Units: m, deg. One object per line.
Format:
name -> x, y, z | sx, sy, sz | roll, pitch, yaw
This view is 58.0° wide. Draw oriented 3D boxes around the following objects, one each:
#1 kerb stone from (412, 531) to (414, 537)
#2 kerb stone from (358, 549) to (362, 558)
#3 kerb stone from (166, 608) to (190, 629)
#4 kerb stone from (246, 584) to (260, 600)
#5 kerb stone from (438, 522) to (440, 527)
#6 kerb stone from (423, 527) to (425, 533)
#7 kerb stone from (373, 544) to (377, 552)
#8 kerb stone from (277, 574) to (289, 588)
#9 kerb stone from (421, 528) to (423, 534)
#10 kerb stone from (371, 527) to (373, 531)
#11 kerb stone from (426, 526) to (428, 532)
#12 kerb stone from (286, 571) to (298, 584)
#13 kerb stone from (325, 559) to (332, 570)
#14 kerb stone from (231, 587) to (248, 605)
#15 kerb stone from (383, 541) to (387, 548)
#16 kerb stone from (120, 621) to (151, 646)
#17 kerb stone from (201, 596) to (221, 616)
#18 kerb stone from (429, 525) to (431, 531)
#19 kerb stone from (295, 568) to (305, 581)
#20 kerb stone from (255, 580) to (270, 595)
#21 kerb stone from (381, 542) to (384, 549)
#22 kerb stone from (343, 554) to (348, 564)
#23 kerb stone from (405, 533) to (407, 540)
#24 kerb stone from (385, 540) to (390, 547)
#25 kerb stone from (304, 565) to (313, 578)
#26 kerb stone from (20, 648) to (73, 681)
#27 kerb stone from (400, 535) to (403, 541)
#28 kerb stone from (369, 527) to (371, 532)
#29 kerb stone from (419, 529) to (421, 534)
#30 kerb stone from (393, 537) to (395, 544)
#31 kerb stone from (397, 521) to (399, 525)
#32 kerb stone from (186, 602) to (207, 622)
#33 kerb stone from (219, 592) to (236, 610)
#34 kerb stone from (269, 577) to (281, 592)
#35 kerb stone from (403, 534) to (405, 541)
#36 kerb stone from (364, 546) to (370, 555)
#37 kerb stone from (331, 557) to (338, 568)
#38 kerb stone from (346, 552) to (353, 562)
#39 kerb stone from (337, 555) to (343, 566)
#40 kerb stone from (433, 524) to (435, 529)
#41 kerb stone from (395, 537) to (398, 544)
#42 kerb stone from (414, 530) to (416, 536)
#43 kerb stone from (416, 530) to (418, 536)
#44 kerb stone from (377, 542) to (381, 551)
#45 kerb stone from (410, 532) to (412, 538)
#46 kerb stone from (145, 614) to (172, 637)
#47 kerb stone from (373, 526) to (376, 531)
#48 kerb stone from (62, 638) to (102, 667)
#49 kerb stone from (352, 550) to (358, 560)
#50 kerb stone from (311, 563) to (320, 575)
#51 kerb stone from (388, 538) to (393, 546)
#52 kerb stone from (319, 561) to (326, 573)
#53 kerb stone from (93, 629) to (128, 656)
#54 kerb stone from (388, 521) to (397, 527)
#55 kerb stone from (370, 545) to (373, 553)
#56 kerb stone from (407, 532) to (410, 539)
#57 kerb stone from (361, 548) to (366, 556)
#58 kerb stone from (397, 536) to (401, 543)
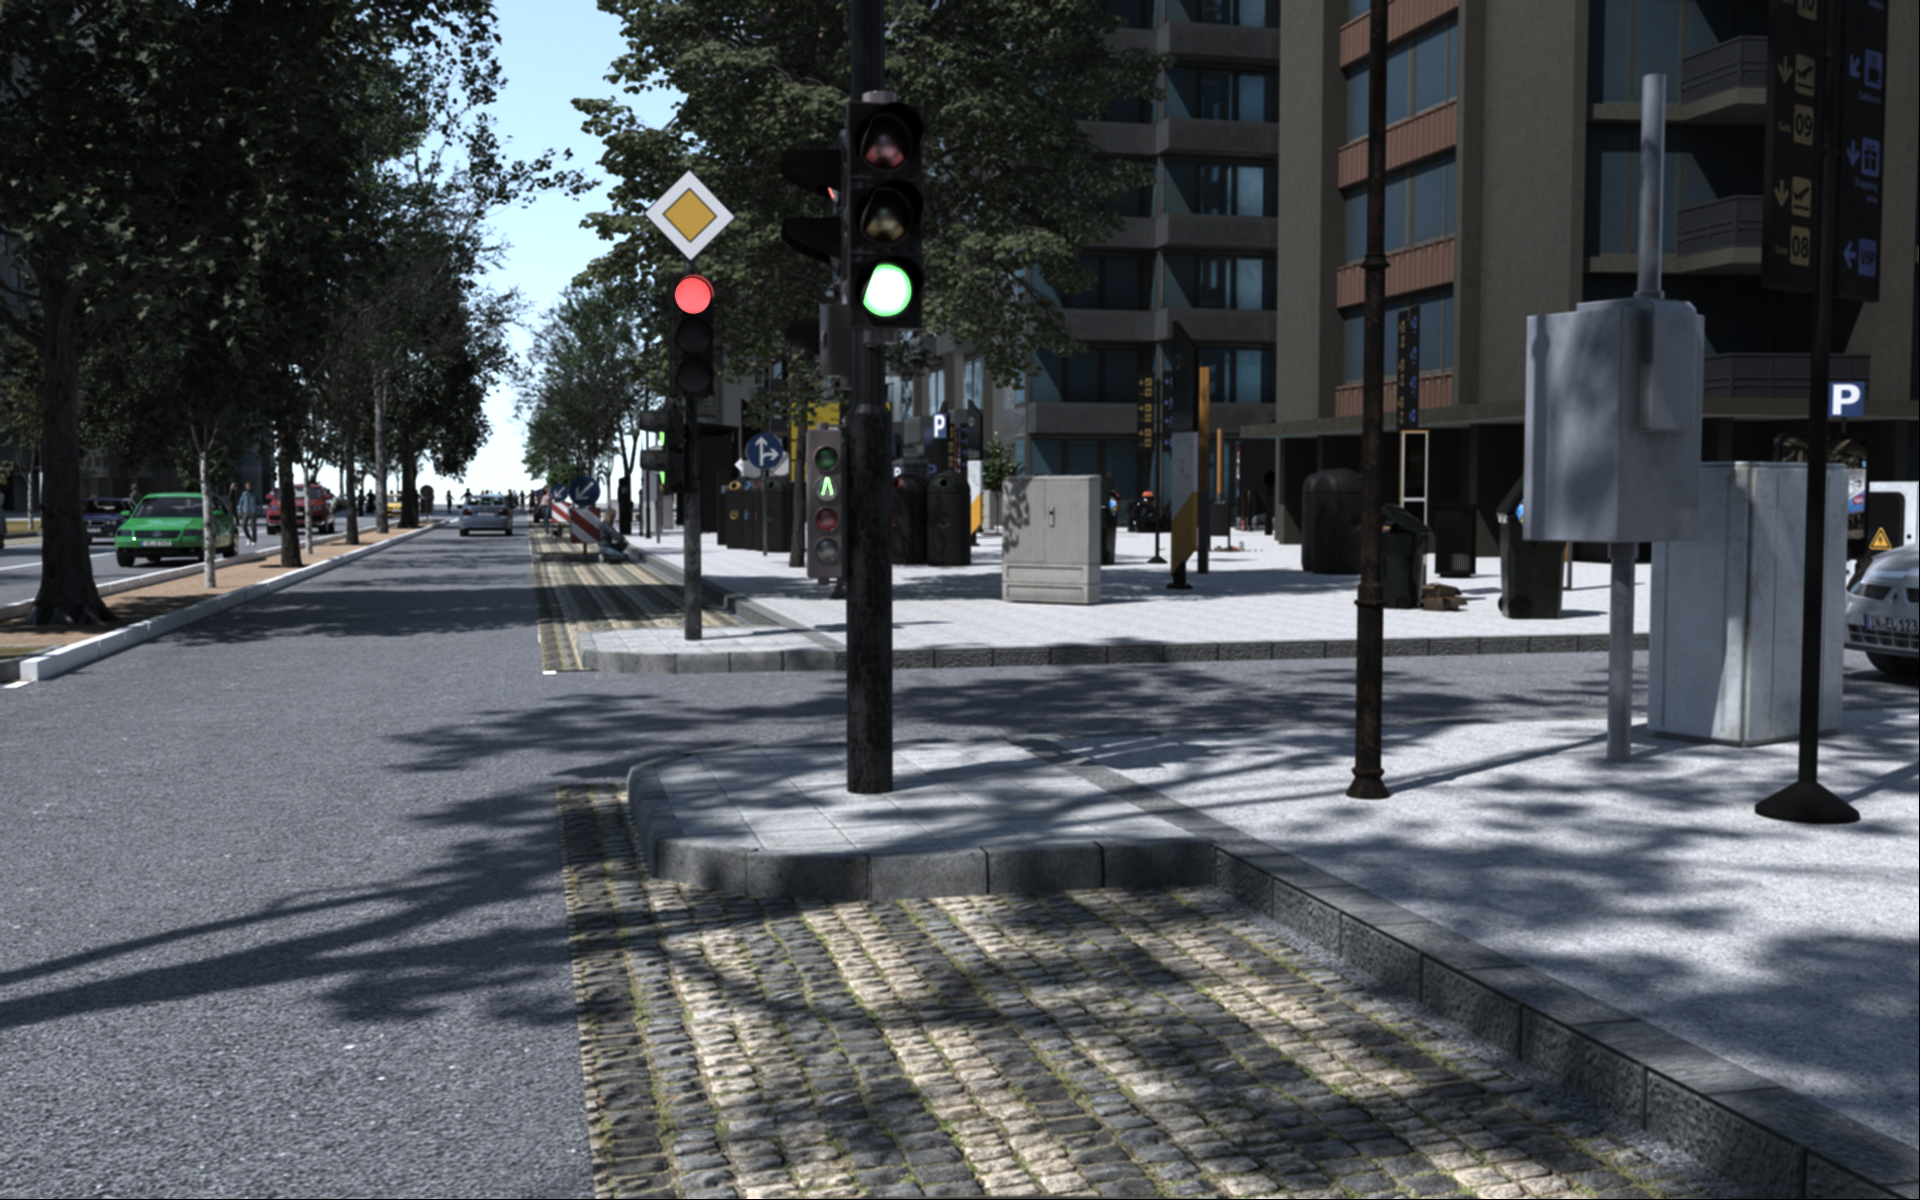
kerb stone -> -17.985, -2.094, 56.451 | 0.120, 0.150, 1.000 | -1, 4, -14
kerb stone -> -13.496, -0.999, 38.576 | 0.120, 0.150, 1.000 | -1, 4, -14
kerb stone -> -8.495, 0.217, 18.688 | 0.120, 0.150, 1.000 | -1, 4, -14
kerb stone -> -9.733, -0.089, 23.653 | 0.120, 0.150, 1.000 | -1, 4, -14
kerb stone -> -22.239, -3.130, 73.377 | 0.120, 0.150, 1.000 | -1, 4, -14
kerb stone -> -19.483, -2.461, 62.439 | 0.120, 0.150, 1.000 | -1, 4, -14
kerb stone -> -14.492, -1.246, 42.561 | 0.120, 0.150, 1.000 | -1, 4, -14
kerb stone -> -10.490, -0.270, 26.650 | 0.120, 0.150, 1.000 | -1, 4, -14
kerb stone -> -19.237, -2.400, 61.442 | 0.120, 0.150, 1.000 | -1, 4, -14
kerb stone -> -22.528, -2.674, 65.921 | 0.120, 0.150, 1.000 | -1, 4, -14
kerb stone -> -19.989, -2.580, 64.423 | 0.120, 0.150, 1.000 | -1, 4, -14
kerb stone -> -10.742, -0.333, 27.645 | 0.120, 0.150, 1.000 | -1, 4, -14
kerb stone -> -11.985, -0.637, 32.610 | 0.120, 0.150, 1.000 | -1, 4, -14
kerb stone -> -9.495, -0.028, 22.659 | 0.120, 0.150, 1.000 | -1, 4, -14
kerb stone -> -15.242, -1.419, 45.534 | 0.120, 0.150, 1.000 | -1, 4, -14
kerb stone -> -8.000, 0.336, 16.702 | 0.120, 0.150, 1.000 | -1, 4, -14
kerb stone -> -8.999, 0.093, 20.676 | 0.120, 0.150, 1.000 | -1, 4, -14
kerb stone -> -20.486, -2.705, 66.421 | 0.120, 0.150, 1.000 | -1, 4, -14
kerb stone -> -10.994, -0.394, 28.637 | 0.120, 0.150, 1.000 | -1, 4, -14
kerb stone -> -9.995, -0.151, 24.657 | 0.120, 0.150, 1.000 | -1, 4, -14
kerb stone -> -14.984, -1.362, 44.545 | 0.120, 0.150, 1.000 | -1, 4, -14
kerb stone -> -12.743, -0.819, 35.589 | 0.120, 0.150, 1.000 | -1, 4, -14
kerb stone -> -17.240, -1.911, 53.474 | 0.120, 0.150, 1.000 | -1, 4, -14
kerb stone -> -15.495, -1.482, 46.524 | 0.120, 0.150, 1.000 | -1, 4, -14
kerb stone -> -11.239, -0.451, 29.629 | 0.120, 0.150, 1.000 | -1, 4, -14
kerb stone -> -7.242, 0.518, 13.727 | 0.120, 0.150, 1.000 | -1, 4, -14
kerb stone -> -16.736, -1.792, 51.488 | 0.120, 0.150, 1.000 | -1, 4, -14
kerb stone -> -22.281, -2.614, 64.929 | 0.120, 0.150, 1.000 | -1, 4, -14
kerb stone -> -18.982, -2.338, 60.429 | 0.120, 0.150, 1.000 | -1, 4, -14
kerb stone -> -15.992, -1.610, 48.512 | 0.120, 0.150, 1.000 | -1, 4, -14
kerb stone -> -25.777, -3.465, 78.855 | 0.120, 0.150, 1.000 | -1, 4, -14
kerb stone -> -8.738, 0.163, 19.681 | 0.120, 0.150, 1.000 | -1, 4, -14
kerb stone -> -9.242, 0.032, 21.669 | 0.120, 0.150, 1.000 | -1, 4, -14
kerb stone -> -10.233, -0.210, 25.651 | 0.120, 0.150, 1.000 | -1, 4, -14
kerb stone -> -16.986, -1.852, 52.479 | 0.120, 0.150, 1.000 | -1, 4, -14
kerb stone -> -13.994, -1.121, 40.564 | 0.120, 0.150, 1.000 | -1, 4, -14
kerb stone -> -12.236, -0.698, 33.604 | 0.120, 0.150, 1.000 | -1, 4, -14
kerb stone -> -12.986, -0.880, 36.585 | 0.120, 0.150, 1.000 | -1, 4, -14
kerb stone -> -12.487, -0.758, 34.595 | 0.120, 0.150, 1.000 | -1, 4, -14
kerb stone -> -21.235, -2.887, 69.398 | 0.120, 0.150, 1.000 | -1, 4, -14
kerb stone -> -16.235, -1.670, 49.505 | 0.120, 0.150, 1.000 | -1, 4, -14
kerb stone -> -18.233, -2.156, 57.443 | 0.120, 0.150, 1.000 | -1, 4, -14
kerb stone -> -18.484, -2.216, 58.444 | 0.120, 0.150, 1.000 | -1, 4, -14
kerb stone -> -14.739, -1.306, 43.553 | 0.120, 0.150, 1.000 | -1, 4, -14
kerb stone -> -17.730, -2.034, 55.458 | 0.120, 0.150, 1.000 | -1, 4, -14
kerb stone -> -8.242, 0.276, 17.697 | 0.120, 0.150, 1.000 | -1, 4, -14
kerb stone -> -22.780, -2.732, 66.916 | 0.120, 0.150, 1.000 | -1, 4, -14
kerb stone -> -7.501, 0.458, 14.715 | 0.120, 0.150, 1.000 | -1, 4, -14
kerb stone -> -13.238, -0.940, 37.576 | 0.120, 0.150, 1.000 | -1, 4, -14
kerb stone -> -11.485, -0.515, 30.621 | 0.120, 0.150, 1.000 | -1, 4, -14
kerb stone -> -15.734, -1.549, 47.518 | 0.120, 0.150, 1.000 | -1, 4, -14
kerb stone -> -11.735, -0.576, 31.615 | 0.120, 0.150, 1.000 | -1, 4, -14
kerb stone -> -7.748, 0.399, 15.707 | 0.120, 0.150, 1.000 | -1, 4, -14
kerb stone -> -25.533, -3.404, 77.860 | 0.120, 0.150, 1.000 | -1, 4, -14
kerb stone -> -14.246, -1.183, 41.565 | 0.120, 0.150, 1.000 | -1, 4, -14
kerb stone -> -17.484, -1.974, 54.466 | 0.120, 0.150, 1.000 | -1, 4, -14
kerb stone -> -13.747, -1.061, 39.572 | 0.120, 0.150, 1.000 | -1, 4, -14
kerb stone -> -16.481, -1.727, 50.497 | 0.120, 0.150, 1.000 | -1, 4, -14
